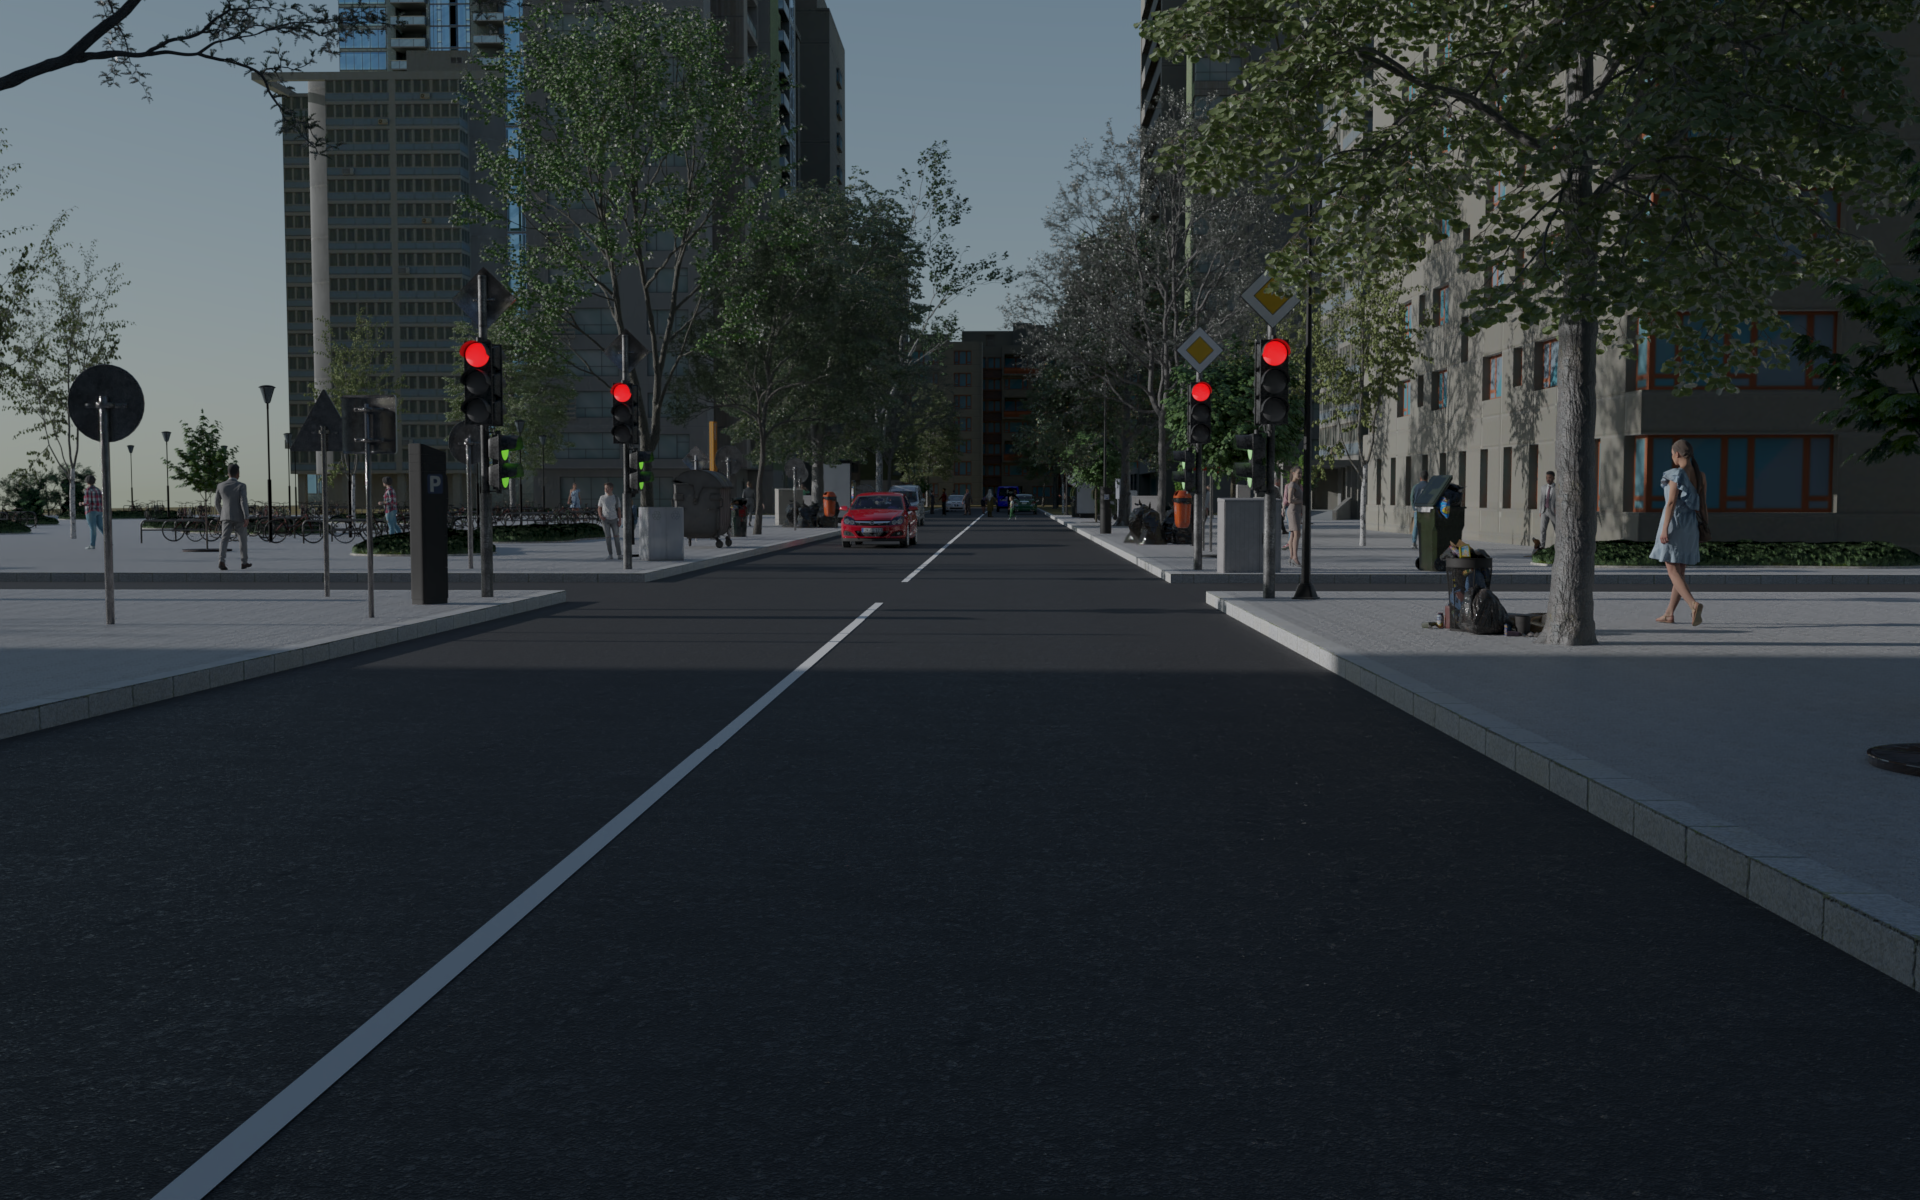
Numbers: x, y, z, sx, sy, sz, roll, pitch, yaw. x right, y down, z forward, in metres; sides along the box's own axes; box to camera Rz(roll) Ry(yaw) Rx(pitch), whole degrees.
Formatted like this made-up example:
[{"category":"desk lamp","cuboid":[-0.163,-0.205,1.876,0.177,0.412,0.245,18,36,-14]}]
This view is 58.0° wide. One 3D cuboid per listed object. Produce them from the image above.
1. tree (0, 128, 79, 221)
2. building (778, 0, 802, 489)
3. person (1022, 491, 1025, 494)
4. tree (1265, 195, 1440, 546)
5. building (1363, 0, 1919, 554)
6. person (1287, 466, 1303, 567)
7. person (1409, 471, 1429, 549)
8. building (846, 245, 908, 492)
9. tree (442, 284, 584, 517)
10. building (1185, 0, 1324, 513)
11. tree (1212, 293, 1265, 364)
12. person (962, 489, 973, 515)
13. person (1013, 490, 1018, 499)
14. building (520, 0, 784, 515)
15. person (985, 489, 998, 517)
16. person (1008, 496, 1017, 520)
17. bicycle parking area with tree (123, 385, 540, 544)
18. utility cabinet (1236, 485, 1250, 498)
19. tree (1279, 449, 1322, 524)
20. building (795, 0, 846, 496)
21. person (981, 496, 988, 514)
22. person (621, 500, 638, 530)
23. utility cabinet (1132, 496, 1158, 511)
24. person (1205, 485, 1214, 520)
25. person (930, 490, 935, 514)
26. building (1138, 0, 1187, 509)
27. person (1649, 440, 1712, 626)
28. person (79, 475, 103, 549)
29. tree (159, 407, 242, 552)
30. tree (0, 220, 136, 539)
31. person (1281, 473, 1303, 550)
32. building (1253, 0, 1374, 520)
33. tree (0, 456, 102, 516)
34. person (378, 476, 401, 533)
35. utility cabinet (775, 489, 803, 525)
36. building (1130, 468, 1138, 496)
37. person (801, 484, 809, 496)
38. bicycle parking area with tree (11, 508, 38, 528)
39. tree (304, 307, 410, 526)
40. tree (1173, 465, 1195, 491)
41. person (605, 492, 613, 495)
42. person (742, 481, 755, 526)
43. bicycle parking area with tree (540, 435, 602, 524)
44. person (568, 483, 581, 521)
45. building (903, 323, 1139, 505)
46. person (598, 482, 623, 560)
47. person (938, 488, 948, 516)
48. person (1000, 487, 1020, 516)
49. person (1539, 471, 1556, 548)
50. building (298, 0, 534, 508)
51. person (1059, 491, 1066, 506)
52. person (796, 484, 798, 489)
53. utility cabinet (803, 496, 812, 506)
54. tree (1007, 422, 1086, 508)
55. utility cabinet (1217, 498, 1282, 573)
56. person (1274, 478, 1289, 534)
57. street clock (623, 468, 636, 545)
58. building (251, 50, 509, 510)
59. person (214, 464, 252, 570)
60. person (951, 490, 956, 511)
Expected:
[{"category":"tree","cuboid":[-19.581,-5.104,33.819,4.360,8.622,3.978,0,3,0]},{"category":"building","cuboid":[-23.394,-50.214,133.675,22.319,86.520,31.000,0,4,2]},{"category":"person","cuboid":[6.091,-9.382,162.416,0.721,1.766,1.217,-2,4,-27]},{"category":"tree","cuboid":[10.001,-5.667,43.016,4.737,8.622,4.395,0,3,0]},{"category":"building","cuboid":[28.695,-12.425,48.195,28.899,21.520,27.650,0,4,2]},{"category":"person","cuboid":[5.989,-1.490,30.738,0.374,1.781,0.599,1,4,18]},{"category":"person","cuboid":[10.662,-2.079,40.018,0.713,1.824,0.794,-3,5,-40]},{"category":"building","cuboid":[-13.292,-26.423,203.721,14.107,30.474,14.160,0,4,2]},{"category":"tree","cuboid":[-24.440,-10.786,94.472,7.486,12.596,7.792,0,3,0]},{"category":"building","cuboid":[22.749,-26.813,121.982,14.154,41.232,14.086,0,4,2]},{"category":"tree","cuboid":[10.736,-6.718,60.195,4.737,8.622,4.395,0,3,0]},{"category":"person","cuboid":[0.508,-6.725,119.007,0.990,1.755,0.434,3,5,44]},{"category":"person","cuboid":[4.217,-7.707,135.226,0.721,1.743,1.217,2,4,30]},{"category":"building","cuboid":[-19.397,-26.188,111.768,14.154,41.232,14.086,0,4,2]},{"category":"person","cuboid":[1.949,-6.054,108.218,0.721,1.736,1.217,-2,4,-35]},{"category":"person","cuboid":[2.920,-5.107,96.251,0.590,1.304,0.306,-2,4,-27]},{"category":"bicycle parking area with tree","cuboid":[-17.941,-3.746,48.248,9.016,4.147,8.231,1,4,17]},{"category":"utility cabinet","cuboid":[6.654,-1.956,40.658,0.318,1.500,1.173,0,4,7]},{"category":"tree","cuboid":[14.582,-4.835,73.660,1.663,3.219,1.824,0,3,0]},{"category":"building","cuboid":[-22.153,-32.918,161.917,21.600,48.544,21.300,0,4,2]},{"category":"person","cuboid":[1.814,-6.854,123.790,0.697,1.427,0.421,2,4,27]},{"category":"person","cuboid":[-11.824,-3.071,61.759,0.738,1.151,1.012,-2,4,-25]},{"category":"utility cabinet","cuboid":[6.278,-2.859,57.900,1.020,1.237,0.306,1,4,22]},{"category":"person","cuboid":[12.555,-4.920,87.232,0.466,1.731,0.760,2,4,28]},{"category":"person","cuboid":[-1.904,-6.991,123.604,0.445,1.727,0.742,-1,4,-16]},{"category":"building","cuboid":[25.935,-31.549,139.520,21.300,48.544,21.600,0,4,2]},{"category":"person","cuboid":[7.101,-0.660,16.936,0.616,1.811,0.778,-1,4,-11]},{"category":"person","cuboid":[-20.180,-2.051,40.420,0.643,1.720,0.563,1,4,12]},{"category":"tree","cuboid":[-16.955,-2.691,38.603,1.663,3.219,1.824,0,3,0]},{"category":"tree","cuboid":[-25.729,-6.073,49.657,4.360,8.622,3.978,0,3,0]},{"category":"person","cuboid":[7.583,-2.039,39.394,0.555,1.821,0.388,-2,4,-29]},{"category":"building","cuboid":[32.511,-24.424,91.214,32.217,40.220,23.993,0,4,2]},{"category":"tree","cuboid":[-57.770,-11.930,96.870,13.155,14.587,18.604,1,4,8]},{"category":"person","cuboid":[-14.248,-2.237,43.458,0.643,1.720,0.563,-1,4,-16]},{"category":"utility cabinet","cuboid":[-6.995,-3.812,71.007,1.173,1.500,0.318,-3,4,-37]},{"category":"building","cuboid":[26.823,-44.136,159.879,20.563,71.187,20.611,0,4,2]},{"category":"person","cuboid":[-8.158,-5.108,89.810,0.600,1.795,0.529,2,4,28]},{"category":"bicycle parking area with tree","cuboid":[-38.335,-4.624,62.604,9.016,4.147,8.231,1,4,17]},{"category":"tree","cuboid":[-24.069,-7.242,68.761,4.737,8.622,4.395,0,3,0]},{"category":"tree","cuboid":[12.665,-6.356,98.524,1.663,3.219,1.824,0,3,0]},{"category":"person","cuboid":[-15.217,-4.188,74.876,0.624,1.780,0.694,-2,4,-27]},{"category":"person","cuboid":[-8.464,-3.834,68.996,0.520,1.790,0.573,-2,4,-30]},{"category":"bicycle parking area with tree","cuboid":[-17.033,-4.748,64.637,9.016,4.147,8.231,1,4,16]},{"category":"person","cuboid":[-17.948,-4.558,80.656,0.616,1.811,0.778,0,4,-2]},{"category":"building","cuboid":[8.383,-22.322,210.010,28.899,21.520,27.650,0,4,2]},{"category":"person","cuboid":[-6.805,-1.547,33.934,0.503,1.515,0.523,-3,4,-38]},{"category":"person","cuboid":[-1.087,-6.486,114.504,0.705,1.831,1.348,-2,4,-27]},{"category":"person","cuboid":[3.276,-6.407,112.879,1.348,1.869,0.705,0,4,-7]},{"category":"person","cuboid":[13.009,-1.944,38.095,0.678,1.792,0.850,3,5,44]},{"category":"building","cuboid":[-60.186,-54.695,206.932,31.000,86.520,22.319,0,4,2]},{"category":"person","cuboid":[10.823,-10.646,183.084,0.750,1.759,0.617,0,4,-4]},{"category":"person","cuboid":[-8.961,-5.478,95.413,0.447,1.846,0.655,1,4,13]},{"category":"utility cabinet","cuboid":[-6.356,-3.831,73.804,1.020,1.237,0.306,1,4,14]},{"category":"tree","cuboid":[8.644,-14.798,176.352,8.767,10.594,7.601,-2,4,-31]},{"category":"utility cabinet","cuboid":[4.741,-1.052,28.356,1.020,1.237,0.306,-1,4,-15]},{"category":"person","cuboid":[10.022,-2.941,54.522,0.834,1.777,0.661,1,4,20]},{"category":"street clock","cuboid":[-8.336,-2.399,43.787,0.358,2.002,0.471,-1,4,-17]},{"category":"building","cuboid":[-45.828,-28.492,157.726,23.993,40.220,32.217,0,4,2]},{"category":"person","cuboid":[-12.339,-1.411,29.381,0.678,1.792,0.850,0,4,3]},{"category":"person","cuboid":[-0.556,-8.315,144.979,0.617,1.759,0.750,0,4,-6]}]
